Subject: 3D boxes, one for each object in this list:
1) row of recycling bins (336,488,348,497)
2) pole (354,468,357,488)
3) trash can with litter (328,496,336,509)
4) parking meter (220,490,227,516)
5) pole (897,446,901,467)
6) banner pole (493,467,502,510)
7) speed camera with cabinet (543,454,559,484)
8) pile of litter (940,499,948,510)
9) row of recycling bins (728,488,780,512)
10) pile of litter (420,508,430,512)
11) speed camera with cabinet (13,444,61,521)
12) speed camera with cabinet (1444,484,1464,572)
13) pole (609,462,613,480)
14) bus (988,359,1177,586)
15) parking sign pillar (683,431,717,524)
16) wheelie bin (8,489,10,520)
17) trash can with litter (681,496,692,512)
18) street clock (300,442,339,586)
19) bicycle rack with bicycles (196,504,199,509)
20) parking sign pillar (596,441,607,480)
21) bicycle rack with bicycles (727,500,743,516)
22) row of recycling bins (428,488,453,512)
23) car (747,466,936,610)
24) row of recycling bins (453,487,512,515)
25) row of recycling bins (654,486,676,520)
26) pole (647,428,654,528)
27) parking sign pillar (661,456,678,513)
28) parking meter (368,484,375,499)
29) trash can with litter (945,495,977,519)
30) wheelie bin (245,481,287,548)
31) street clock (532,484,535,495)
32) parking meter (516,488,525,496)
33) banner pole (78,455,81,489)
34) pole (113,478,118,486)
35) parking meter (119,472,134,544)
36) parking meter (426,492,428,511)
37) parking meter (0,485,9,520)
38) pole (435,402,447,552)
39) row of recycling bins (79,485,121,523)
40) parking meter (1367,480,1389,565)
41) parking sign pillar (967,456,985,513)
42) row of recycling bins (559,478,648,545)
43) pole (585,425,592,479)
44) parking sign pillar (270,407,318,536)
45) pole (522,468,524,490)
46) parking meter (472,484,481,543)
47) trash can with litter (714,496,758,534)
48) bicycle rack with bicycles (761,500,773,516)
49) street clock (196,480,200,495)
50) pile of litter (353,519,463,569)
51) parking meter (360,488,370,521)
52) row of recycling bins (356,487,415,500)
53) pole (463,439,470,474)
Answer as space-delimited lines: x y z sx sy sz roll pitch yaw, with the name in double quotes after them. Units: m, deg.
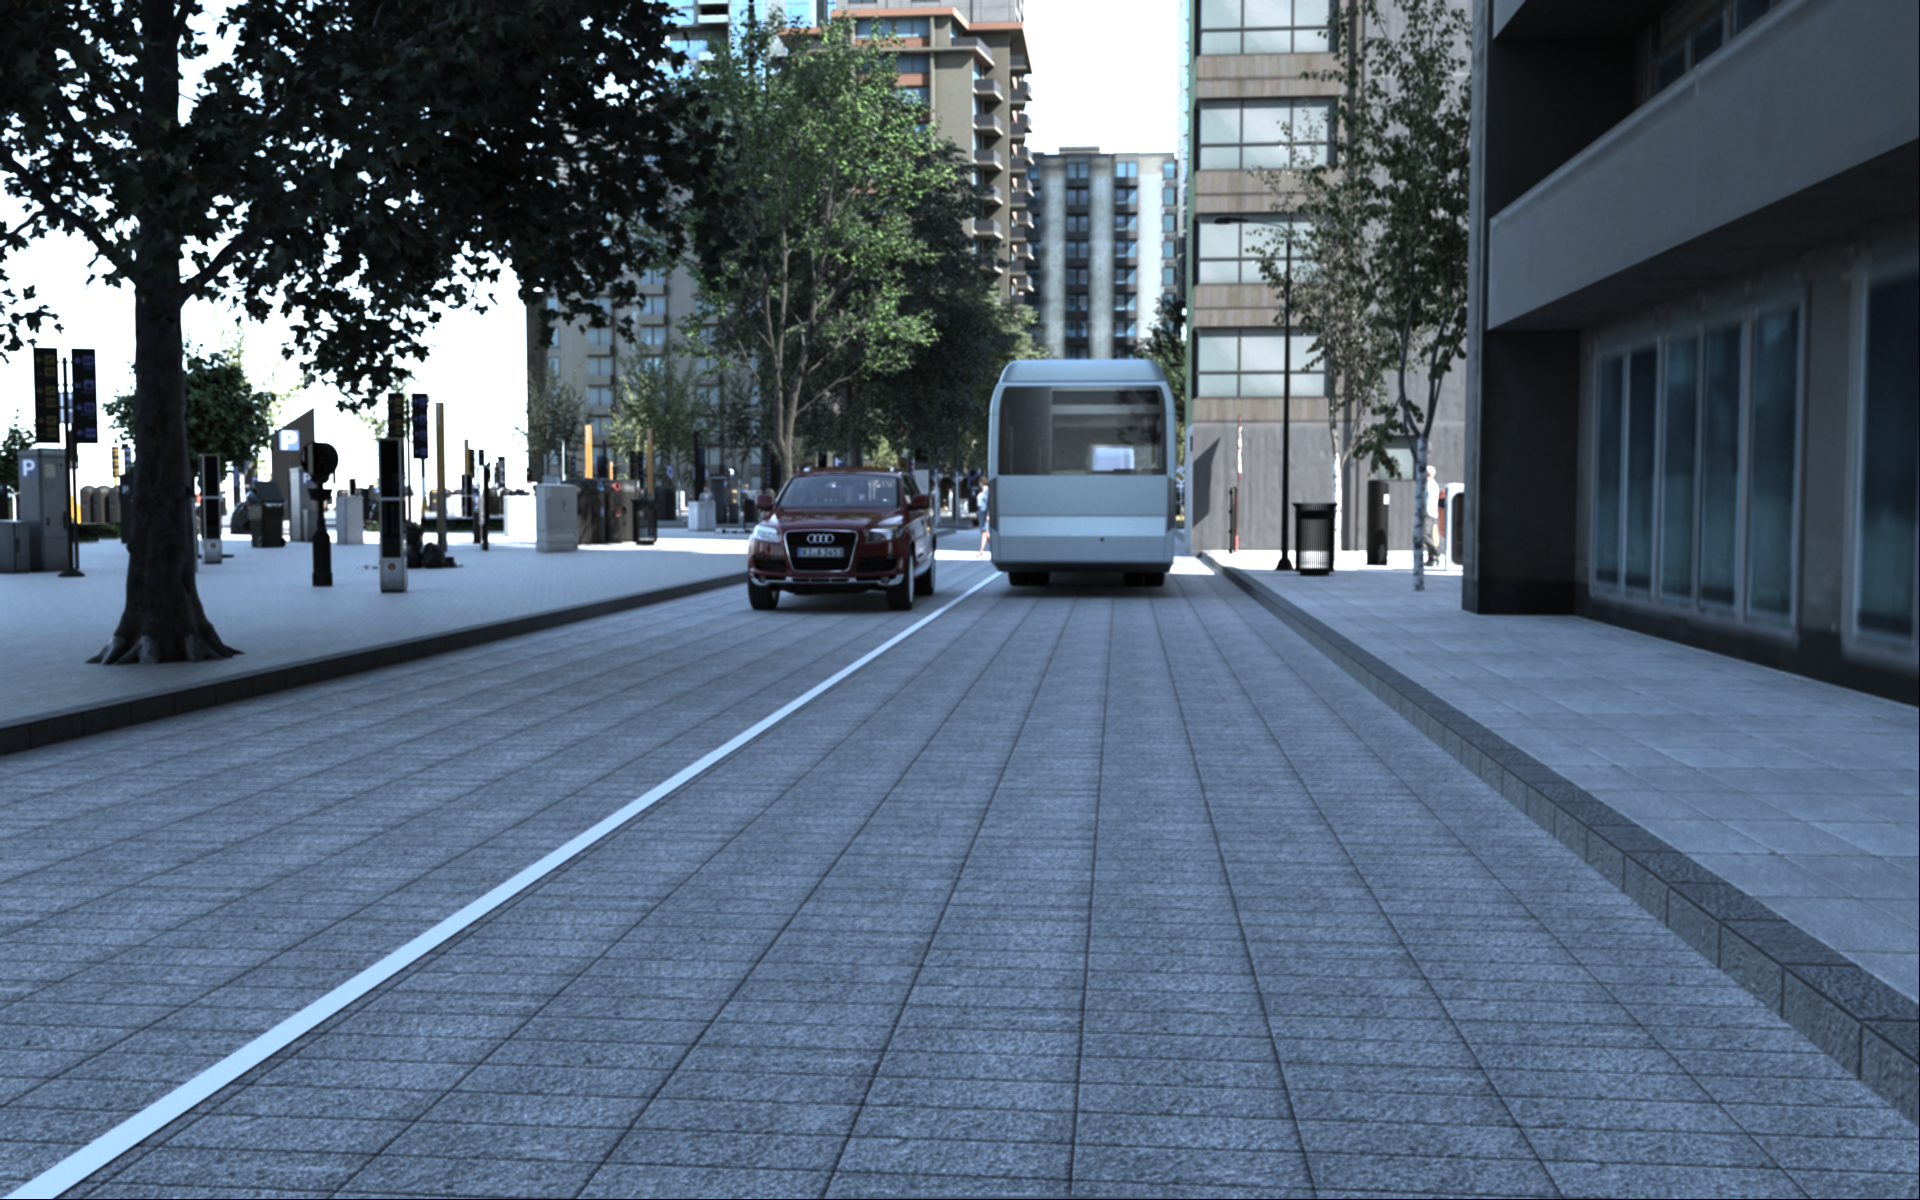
-45.393 -7.482 129.450 1.069 1.692 3.534 1 4 16 "row of recycling bins"
-46.808 -8.580 134.123 0.158 3.312 0.155 0 3 0 "pole"
-54.488 -8.542 150.716 2.233 1.210 1.678 0 4 5 "trash can with litter"
-44.090 -5.823 103.623 0.372 1.533 0.369 0 3 0 "parking meter"
-2.530 -4.755 71.592 0.158 3.312 0.155 0 3 0 "pole"
-37.682 -9.259 141.393 0.863 3.779 0.401 0 4 -4 "banner pole"
-20.129 -5.549 85.063 0.660 3.252 2.038 -1 4 -14 "speed camera with cabinet"
-1.437 -7.917 143.409 1.176 0.858 1.719 -3 5 -45 "pile of litter"
-15.140 -7.252 125.677 3.534 1.692 1.069 1 4 9 "row of recycling bins"
-38.494 -6.671 123.031 1.719 0.858 1.176 -2 4 -29 "pile of litter"
-35.269 -4.412 66.466 2.038 3.252 0.660 0 4 8 "speed camera with cabinet"
9.006 -2.078 28.318 2.038 3.252 0.660 1 4 19 "speed camera with cabinet"
-21.931 -7.031 108.807 0.158 3.312 0.155 0 3 0 "pole"
2.274 -2.163 30.229 2.948 3.499 13.247 0 4 5 "bus"
-11.204 -5.261 74.486 1.447 3.967 1.447 -1 4 -8 "parking sign pillar"
-47.628 -4.824 86.772 0.693 1.594 0.980 -3 5 -44 "wheelie bin"
-19.966 -7.132 127.661 2.233 1.210 1.678 3 5 42 "trash can with litter"
-8.901 -1.196 24.123 0.471 2.002 0.358 1 4 17 "street clock"
-43.098 -5.101 96.779 2.925 0.926 2.852 3 5 41 "bicycle rack with bicycles"
-17.879 -6.000 86.569 1.447 3.967 1.447 -1 4 -14 "parking sign pillar"
-14.367 -5.482 103.009 2.852 0.926 2.925 2 4 30 "bicycle rack with bicycles"
-37.062 -7.292 126.334 3.534 1.692 1.069 0 4 7 "row of recycling bins"
-1.479 -0.886 23.153 2.281 1.827 5.304 0 4 4 "car"
-29.458 -6.148 107.631 3.534 1.692 1.069 0 4 7 "row of recycling bins"
-15.039 -4.852 86.445 1.069 1.692 3.534 -2 4 -25 "row of recycling bins"
-9.554 -3.646 53.453 0.158 3.312 0.155 0 3 0 "pole"
-20.087 -7.971 118.796 1.447 3.967 1.447 0 4 7 "parking sign pillar"
-33.799 -5.734 99.466 0.255 1.863 0.399 -3 4 -38 "parking meter"
0.334 -4.816 89.798 2.233 1.210 1.678 1 4 9 "trash can with litter"
-16.752 -2.069 41.744 0.693 1.594 0.980 2 4 34 "wheelie bin"
-31.722 -7.627 129.278 0.358 2.002 0.471 0 4 7 "street clock"
-18.366 -3.912 72.376 0.372 1.533 0.369 0 3 0 "parking meter"
-49.941 -6.572 97.467 0.863 3.779 0.401 0 4 -6 "banner pole"
-46.854 -6.256 96.122 0.158 3.312 0.155 0 3 0 "pole"
-21.565 -2.398 44.926 0.399 1.863 0.255 1 4 10 "parking meter"
-40.745 -7.554 131.912 0.372 1.533 0.369 0 3 0 "parking meter"
-22.019 -2.076 39.658 0.399 1.863 0.255 -2 4 -31 "parking meter"
-11.507 -2.725 38.399 0.158 3.312 0.155 0 3 0 "pole"
-37.538 -4.262 76.798 3.534 1.692 1.069 1 4 17 "row of recycling bins"
7.590 -1.411 31.478 0.372 1.533 0.369 0 3 0 "parking meter"
1.065 -7.829 116.471 1.447 3.967 1.447 -3 5 -42 "parking sign pillar"
-9.462 -2.331 45.218 1.069 1.692 3.534 1 4 15 "row of recycling bins"
-10.951 -3.503 51.118 0.158 3.312 0.155 0 3 0 "pole"
-20.525 -3.971 53.396 1.447 3.967 1.447 -1 4 -14 "parking sign pillar"
-34.462 -8.735 136.664 0.158 3.312 0.155 0 3 0 "pole"
-12.490 -2.244 45.094 0.372 1.533 0.369 0 3 0 "parking meter"
-7.258 -2.805 56.924 2.233 1.210 1.678 -3 5 -42 "trash can with litter"
-11.578 -5.678 106.216 2.925 0.926 2.852 -2 4 -25 "bicycle rack with bicycles"
-33.150 -4.360 75.854 0.358 2.002 0.471 2 4 29 "street clock"
-9.606 -0.994 30.212 1.719 0.858 1.176 0 4 -1 "pile of litter"
-24.876 -3.915 72.418 0.372 1.533 0.369 0 3 0 "parking meter"
-34.289 -5.872 103.117 3.534 1.692 1.069 -1 4 -10 "row of recycling bins"
-18.126 -4.271 63.680 0.158 3.312 0.155 0 3 0 "pole"
